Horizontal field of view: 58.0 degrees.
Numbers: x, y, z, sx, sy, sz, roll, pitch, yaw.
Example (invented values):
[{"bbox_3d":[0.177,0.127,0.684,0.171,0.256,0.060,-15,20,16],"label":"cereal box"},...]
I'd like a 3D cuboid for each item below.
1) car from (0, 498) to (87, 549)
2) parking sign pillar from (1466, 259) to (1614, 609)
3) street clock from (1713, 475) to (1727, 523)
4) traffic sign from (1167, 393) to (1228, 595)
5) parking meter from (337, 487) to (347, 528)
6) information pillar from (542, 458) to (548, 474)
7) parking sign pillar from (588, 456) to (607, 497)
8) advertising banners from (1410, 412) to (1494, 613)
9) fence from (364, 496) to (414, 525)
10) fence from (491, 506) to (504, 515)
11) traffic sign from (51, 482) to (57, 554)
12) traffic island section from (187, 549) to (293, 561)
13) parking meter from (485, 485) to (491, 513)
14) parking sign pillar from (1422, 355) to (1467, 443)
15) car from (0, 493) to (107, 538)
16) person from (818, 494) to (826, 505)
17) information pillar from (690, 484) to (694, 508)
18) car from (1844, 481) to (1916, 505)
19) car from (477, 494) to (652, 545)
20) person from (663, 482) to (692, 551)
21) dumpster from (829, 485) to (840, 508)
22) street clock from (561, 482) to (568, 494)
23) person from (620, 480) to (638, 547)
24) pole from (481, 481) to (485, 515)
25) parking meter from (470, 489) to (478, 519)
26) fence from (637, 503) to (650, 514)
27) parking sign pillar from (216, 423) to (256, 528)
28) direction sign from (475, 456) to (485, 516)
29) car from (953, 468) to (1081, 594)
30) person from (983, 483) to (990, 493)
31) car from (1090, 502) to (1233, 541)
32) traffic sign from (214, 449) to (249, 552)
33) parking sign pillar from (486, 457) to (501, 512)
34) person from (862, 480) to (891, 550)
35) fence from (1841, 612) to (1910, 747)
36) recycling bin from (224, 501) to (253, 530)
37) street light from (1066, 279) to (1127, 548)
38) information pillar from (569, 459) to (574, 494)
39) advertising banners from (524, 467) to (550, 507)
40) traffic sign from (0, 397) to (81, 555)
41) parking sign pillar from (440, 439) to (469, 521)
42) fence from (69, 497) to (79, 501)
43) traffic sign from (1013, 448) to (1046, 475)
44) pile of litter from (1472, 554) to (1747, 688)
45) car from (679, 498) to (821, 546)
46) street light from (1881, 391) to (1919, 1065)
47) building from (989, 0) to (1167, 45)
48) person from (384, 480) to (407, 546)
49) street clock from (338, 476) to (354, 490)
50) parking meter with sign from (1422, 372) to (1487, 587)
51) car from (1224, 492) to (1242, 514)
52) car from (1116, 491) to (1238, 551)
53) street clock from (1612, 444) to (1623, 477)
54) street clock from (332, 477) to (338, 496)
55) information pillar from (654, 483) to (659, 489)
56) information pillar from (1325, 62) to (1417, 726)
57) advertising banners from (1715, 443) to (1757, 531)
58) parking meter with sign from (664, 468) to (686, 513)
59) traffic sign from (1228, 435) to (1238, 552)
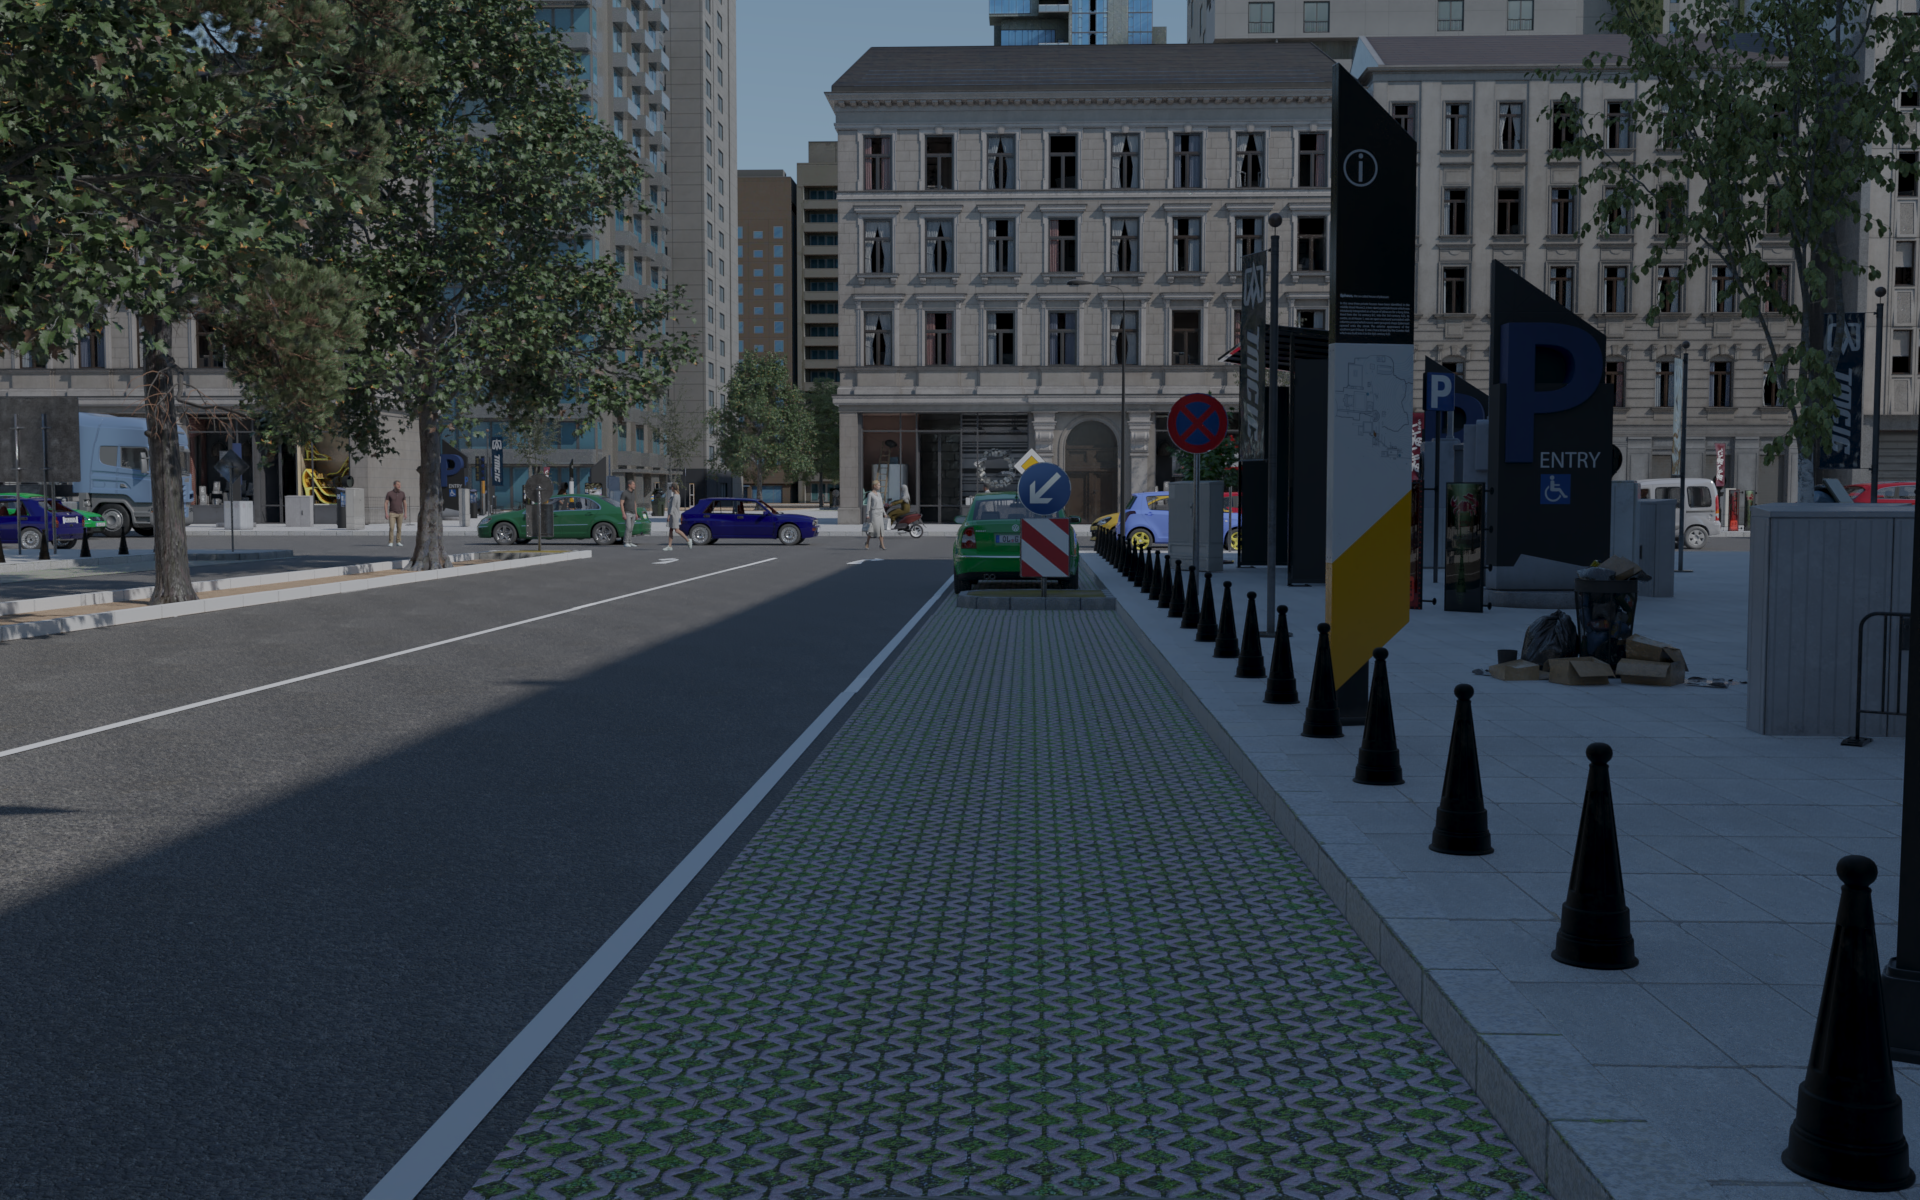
[{"bbox_3d":[-24.448,-1.921,43.982,3.894,1.354,1.945,0,4,1],"label":"car"},{"bbox_3d":[6.769,-1.920,19.865,1.447,3.967,1.447,0,4,0],"label":"parking sign pillar"},{"bbox_3d":[27.829,-3.604,63.495,0.471,2.002,0.358,1,4,22],"label":"street clock"},{"bbox_3d":[2.989,-1.332,21.877,0.768,2.556,0.104,0,4,3],"label":"traffic sign"},{"bbox_3d":[-23.074,-3.442,64.693,0.372,1.533,0.369,0,3,0],"label":"parking meter"},{"bbox_3d":[-26.766,-7.367,111.799,0.504,3.616,0.183,3,5,40],"label":"information pillar"},{"bbox_3d":[-25.895,-8.268,123.647,1.447,3.967,1.447,3,5,42],"label":"parking sign pillar"},{"bbox_3d":[4.969,-1.411,19.261,0.090,3.025,2.074,-3,5,-44],"label":"advertising banners"},{"bbox_3d":[-23.558,-3.667,71.156,2.264,1.192,0.480,1,4,12],"label":"fence"},{"bbox_3d":[-23.034,-4.334,86.229,0.278,0.683,2.069,0,4,3],"label":"fence"},{"bbox_3d":[-19.345,-2.260,36.955,0.884,2.594,0.081,1,4,11],"label":"traffic sign"},{"bbox_3d":[-16.194,-0.993,38.523,2.009,0.180,2.903,0,4,2],"label":"traffic island section"},{"bbox_3d":[-30.820,-6.556,112.909,0.399,1.863,0.255,2,4,24],"label":"parking meter"},{"bbox_3d":[9.566,-2.743,33.313,1.447,3.967,1.447,2,4,23],"label":"parking sign pillar"},{"bbox_3d":[-29.471,-2.809,54.724,4.718,1.807,1.959,0,4,2],"label":"car"},{"bbox_3d":[-16.595,-12.166,207.974,0.990,1.755,0.434,1,4,14],"label":"person"},{"bbox_3d":[-18.965,-7.217,122.491,0.304,2.012,0.304,0,4,-7],"label":"information pillar"},{"bbox_3d":[28.807,-2.639,51.820,5.304,1.827,2.281,0,4,1],"label":"car"},{"bbox_3d":[-11.264,-2.290,49.239,4.920,1.459,2.131,0,4,2],"label":"car"},{"bbox_3d":[-7.218,-2.130,44.084,0.760,1.731,0.466,-2,4,-35],"label":"person"},{"bbox_3d":[-11.198,-9.568,161.393,1.985,2.255,1.502,0,4,3],"label":"dumpster"},{"bbox_3d":[-23.892,-6.123,104.680,0.358,2.002,0.471,1,4,23],"label":"street clock"},{"bbox_3d":[-8.954,-2.346,46.981,0.434,1.807,0.598,3,4,37],"label":"person"},{"bbox_3d":[-28.641,-6.737,103.998,0.158,3.312,0.155,0,3,0],"label":"pole"},{"bbox_3d":[-25.565,-5.054,91.037,0.372,1.533,0.369,0,3,0],"label":"parking meter"},{"bbox_3d":[-20.304,-5.854,111.086,0.278,0.683,2.069,-2,4,-33],"label":"fence"},{"bbox_3d":[-27.876,-4.777,66.581,1.447,3.967,1.447,-1,4,-22],"label":"parking sign pillar"},{"bbox_3d":[-28.587,-6.803,103.230,0.876,3.537,0.379,3,4,38],"label":"direction sign"},{"bbox_3d":[0.860,-1.053,26.011,1.959,1.807,4.718,0,4,2],"label":"car"},{"bbox_3d":[0.911,-2.910,56.356,0.850,1.792,0.678,2,4,30],"label":"person"},{"bbox_3d":[5.474,-2.217,46.465,3.980,1.641,2.015,0,4,4],"label":"car"},{"bbox_3d":[-16.170,-2.130,38.460,0.795,2.450,0.064,0,4,2],"label":"traffic sign"},{"bbox_3d":[-34.352,-8.451,126.654,1.447,3.967,1.447,-2,4,-26],"label":"parking sign pillar"},{"bbox_3d":[-2.158,-2.172,44.372,0.694,1.780,0.624,-3,4,-36],"label":"person"},{"bbox_3d":[5.388,0.434,8.280,2.069,0.683,0.278,3,4,38],"label":"fence"},{"bbox_3d":[-25.891,-3.034,62.157,0.722,1.027,0.722,1,4,13],"label":"recycling bin"},{"bbox_3d":[3.005,-3.981,37.632,1.470,5.913,1.316,0,4,2],"label":"street light"},{"bbox_3d":[-25.581,-7.506,114.070,0.183,3.616,0.504,1,4,11],"label":"information pillar"},{"bbox_3d":[-26.966,-6.996,110.574,0.090,3.025,2.074,3,4,37],"label":"advertising banners"},{"bbox_3d":[-19.597,-2.610,36.544,2.265,3.308,0.079,1,4,10],"label":"traffic sign"},{"bbox_3d":[-24.647,-5.867,84.395,1.447,3.967,1.447,1,4,12],"label":"parking sign pillar"},{"bbox_3d":[-37.063,-3.679,71.362,0.480,1.192,2.264,1,4,17],"label":"fence"},{"bbox_3d":[1.560,-2.085,37.739,0.795,2.450,0.064,0,4,2],"label":"traffic sign"},{"bbox_3d":[4.470,0.124,11.931,1.719,0.858,1.176,3,5,40],"label":"pile of litter"},{"bbox_3d":[-5.917,-2.223,48.932,3.894,1.354,1.945,0,4,1],"label":"car"},{"bbox_3d":[1.683,-1.916,3.862,1.470,5.913,1.316,0,4,2],"label":"street light"},{"bbox_3d":[15.730,-56.606,238.172,31.000,86.520,22.319,0,4,2],"label":"building"},{"bbox_3d":[-15.480,-2.379,47.527,0.598,1.807,0.434,-2,4,-24],"label":"person"},{"bbox_3d":[-24.064,-3.889,68.153,0.358,2.002,0.471,1,4,17],"label":"street clock"},{"bbox_3d":[7.282,-1.711,24.239,0.543,3.016,1.738,-2,4,-29],"label":"parking meter with sign"},{"bbox_3d":[8.573,-2.540,50.565,4.494,1.783,2.155,0,4,4],"label":"car"},{"bbox_3d":[5.713,-2.042,42.970,3.694,1.707,1.945,0,4,2],"label":"car"},{"bbox_3d":[9.060,-1.216,24.445,0.471,2.002,0.358,0,4,2],"label":"street clock"},{"bbox_3d":[-25.643,-4.096,71.546,0.471,2.002,0.358,-3,5,-43],"label":"street clock"},{"bbox_3d":[-19.304,-6.465,110.194,0.304,2.012,0.304,-2,4,-27],"label":"information pillar"},{"bbox_3d":[2.257,-1.115,9.579,0.504,3.616,0.183,-1,4,-13],"label":"information pillar"},{"bbox_3d":[26.696,-3.882,59.658,2.074,3.025,0.090,-2,4,-25],"label":"advertising banners"},{"bbox_3d":[-19.029,-7.236,114.566,1.738,3.016,0.543,0,4,-6],"label":"parking meter with sign"},{"bbox_3d":[5.969,-2.338,38.237,0.884,2.594,0.081,0,4,7],"label":"traffic sign"}]
